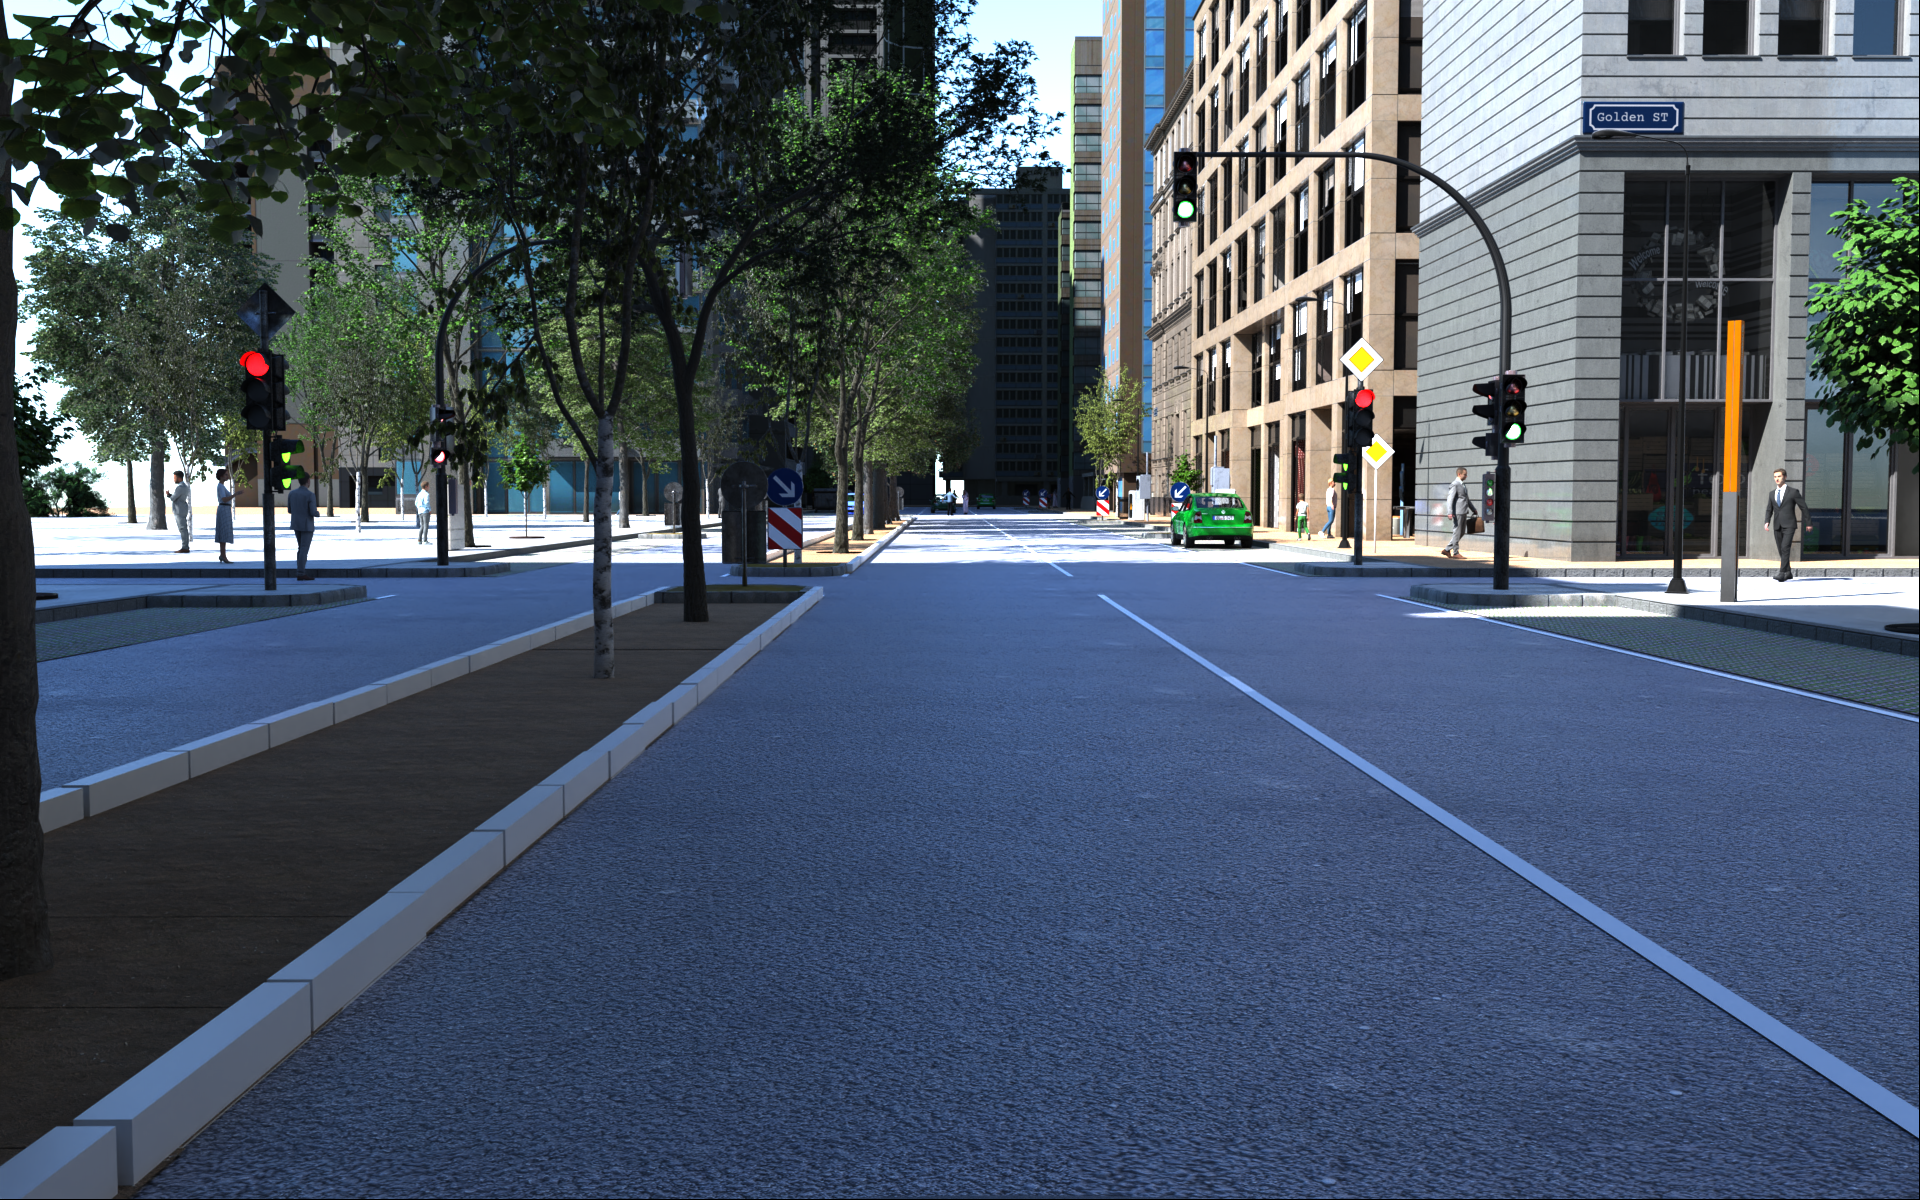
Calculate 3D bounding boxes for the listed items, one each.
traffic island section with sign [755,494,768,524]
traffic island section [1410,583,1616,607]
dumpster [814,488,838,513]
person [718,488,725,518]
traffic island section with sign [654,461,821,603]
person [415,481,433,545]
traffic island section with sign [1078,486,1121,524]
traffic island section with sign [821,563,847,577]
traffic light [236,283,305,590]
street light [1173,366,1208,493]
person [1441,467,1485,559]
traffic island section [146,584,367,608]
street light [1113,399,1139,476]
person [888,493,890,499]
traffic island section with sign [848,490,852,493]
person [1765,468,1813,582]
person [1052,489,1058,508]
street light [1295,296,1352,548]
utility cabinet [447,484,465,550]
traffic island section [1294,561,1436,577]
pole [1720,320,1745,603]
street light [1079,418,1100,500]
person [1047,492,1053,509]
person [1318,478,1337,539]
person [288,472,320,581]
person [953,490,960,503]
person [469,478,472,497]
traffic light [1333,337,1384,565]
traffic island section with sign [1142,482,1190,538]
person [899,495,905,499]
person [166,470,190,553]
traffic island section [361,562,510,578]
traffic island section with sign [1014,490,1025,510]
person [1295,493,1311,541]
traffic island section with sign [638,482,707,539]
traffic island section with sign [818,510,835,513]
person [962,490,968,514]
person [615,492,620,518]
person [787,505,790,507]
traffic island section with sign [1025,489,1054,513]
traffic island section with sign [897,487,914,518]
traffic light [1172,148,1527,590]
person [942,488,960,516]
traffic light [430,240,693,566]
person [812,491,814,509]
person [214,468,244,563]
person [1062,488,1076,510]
[{"bbox_3d":[-9.481,-4.548,82.995,1.989,1.847,2.006,0,4,-1],"label":"traffic island section with sign"},{"bbox_3d":[7.294,-0.064,23.335,2.009,0.180,2.903,0,4,-1],"label":"traffic island section"},{"bbox_3d":[-10.046,-7.428,129.655,1.865,1.857,1.264,0,4,-3],"label":"dumpster"},{"bbox_3d":[-12.514,-5.229,91.343,0.447,1.846,0.655,-3,4,-36],"label":"person"},{"bbox_3d":[-3.000,-0.938,23.477,2.006,1.907,1.989,0,4,-1],"label":"traffic island section with sign"},{"bbox_3d":[-13.533,-2.199,43.805,0.330,1.601,0.589,-3,4,-38],"label":"person"},{"bbox_3d":[6.731,-4.599,83.823,1.989,1.847,2.006,0,4,-1],"label":"traffic island section with sign"},{"bbox_3d":[-3.060,-1.391,30.884,2.006,1.907,1.989,0,4,-1],"label":"traffic island section with sign"},{"bbox_3d":[-9.206,-2.087,23.050,0.839,4.253,0.868,0,4,-1],"label":"traffic light"},{"bbox_3d":[8.418,-5.522,62.827,1.470,5.913,1.316,0,4,-1],"label":"street light"},{"bbox_3d":[9.906,-1.719,34.276,0.853,1.813,0.709,3,4,36],"label":"person"},{"bbox_3d":[-9.246,-0.055,23.184,2.009,0.180,2.903,0,4,-1],"label":"traffic island section"},{"bbox_3d":[8.153,-6.855,84.613,1.470,5.913,1.316,0,4,-1],"label":"street light"},{"bbox_3d":[-6.038,-8.880,154.132,0.683,1.767,0.568,-1,4,-17],"label":"person"},{"bbox_3d":[-10.221,-9.287,160.466,1.989,1.847,2.006,0,4,-1],"label":"traffic island section with sign"},{"bbox_3d":[13.479,-1.229,28.380,0.755,1.850,0.659,-2,4,-33],"label":"person"},{"bbox_3d":[9.034,-9.603,163.720,0.621,1.740,0.551,0,4,-7],"label":"person"},{"bbox_3d":[8.572,-4.179,40.863,1.470,5.913,1.316,0,4,-1],"label":"street light"},{"bbox_3d":[-11.620,-1.885,39.505,0.318,1.500,1.173,0,4,-1],"label":"utility cabinet"},{"bbox_3d":[7.219,-0.553,31.320,2.009,0.180,2.903,0,4,-1],"label":"traffic island section"},{"bbox_3d":[9.132,-1.629,20.474,0.158,3.312,0.155,0,3,0],"label":"pole"},{"bbox_3d":[8.005,-8.171,106.133,1.470,5.913,1.316,0,4,-1],"label":"street light"},{"bbox_3d":[7.917,-8.755,152.414,0.421,1.427,0.697,-3,5,-41],"label":"person"},{"bbox_3d":[10.606,-2.639,49.862,0.598,1.740,0.731,-1,4,-15],"label":"person"},{"bbox_3d":[-10.872,-1.234,28.869,0.606,1.804,0.583,1,4,19],"label":"person"},{"bbox_3d":[-0.481,-8.896,154.047,0.705,1.812,1.348,-3,5,-40],"label":"person"},{"bbox_3d":[-15.539,-2.935,54.372,0.444,1.785,0.601,0,4,7],"label":"person"},{"bbox_3d":[7.179,-2.586,31.206,0.839,4.253,0.868,0,4,-1],"label":"traffic light"},{"bbox_3d":[6.985,-2.933,56.578,1.989,1.847,2.006,0,4,-1],"label":"traffic island section with sign"},{"bbox_3d":[-5.568,-9.414,162.420,1.348,1.824,0.705,3,5,45],"label":"person"},{"bbox_3d":[-17.081,-1.932,37.817,0.466,1.800,0.511,-2,4,-26],"label":"person"},{"bbox_3d":[-9.322,-0.544,31.169,2.009,0.180,2.903,0,4,-1],"label":"traffic island section"},{"bbox_3d":[5.996,-9.297,160.631,1.989,1.847,2.006,0,4,-1],"label":"traffic island section with sign"},{"bbox_3d":[9.440,-2.284,47.628,0.306,1.304,0.590,-1,4,-21],"label":"person"},{"bbox_3d":[-9.223,-2.884,55.774,1.989,1.847,2.006,0,4,-1],"label":"traffic island section with sign"},{"bbox_3d":[-9.954,-7.604,132.945,1.989,1.847,2.006,0,4,-1],"label":"traffic island section with sign"},{"bbox_3d":[0.356,-6.897,121.936,0.551,1.740,0.621,1,4,17],"label":"person"},{"bbox_3d":[-18.027,-5.205,91.810,0.598,1.740,0.731,-2,4,-34],"label":"person"},{"bbox_3d":[-12.618,-7.430,127.543,0.705,1.822,1.348,-2,4,-34],"label":"person"},{"bbox_3d":[6.260,-7.648,133.677,1.989,1.847,2.006,0,4,-1],"label":"traffic island section with sign"},{"bbox_3d":[-3.780,-5.987,106.019,2.006,1.907,1.989,0,4,-1],"label":"traffic island section with sign"},{"bbox_3d":[5.163,-2.960,23.060,4.771,5.953,1.251,0,4,-1],"label":"traffic light"},{"bbox_3d":[-0.644,-6.547,115.525,1.348,1.826,0.705,2,4,29],"label":"person"},{"bbox_3d":[-7.191,-3.451,31.089,4.771,5.953,1.251,0,4,-1],"label":"traffic light"},{"bbox_3d":[-12.293,-8.540,146.196,0.721,1.766,1.217,0,4,8],"label":"person"},{"bbox_3d":[-13.539,-1.557,32.077,0.524,1.755,0.480,-2,4,-25],"label":"person"},{"bbox_3d":[8.951,-8.350,142.593,1.348,1.821,0.705,-2,4,-30],"label":"person"}]
